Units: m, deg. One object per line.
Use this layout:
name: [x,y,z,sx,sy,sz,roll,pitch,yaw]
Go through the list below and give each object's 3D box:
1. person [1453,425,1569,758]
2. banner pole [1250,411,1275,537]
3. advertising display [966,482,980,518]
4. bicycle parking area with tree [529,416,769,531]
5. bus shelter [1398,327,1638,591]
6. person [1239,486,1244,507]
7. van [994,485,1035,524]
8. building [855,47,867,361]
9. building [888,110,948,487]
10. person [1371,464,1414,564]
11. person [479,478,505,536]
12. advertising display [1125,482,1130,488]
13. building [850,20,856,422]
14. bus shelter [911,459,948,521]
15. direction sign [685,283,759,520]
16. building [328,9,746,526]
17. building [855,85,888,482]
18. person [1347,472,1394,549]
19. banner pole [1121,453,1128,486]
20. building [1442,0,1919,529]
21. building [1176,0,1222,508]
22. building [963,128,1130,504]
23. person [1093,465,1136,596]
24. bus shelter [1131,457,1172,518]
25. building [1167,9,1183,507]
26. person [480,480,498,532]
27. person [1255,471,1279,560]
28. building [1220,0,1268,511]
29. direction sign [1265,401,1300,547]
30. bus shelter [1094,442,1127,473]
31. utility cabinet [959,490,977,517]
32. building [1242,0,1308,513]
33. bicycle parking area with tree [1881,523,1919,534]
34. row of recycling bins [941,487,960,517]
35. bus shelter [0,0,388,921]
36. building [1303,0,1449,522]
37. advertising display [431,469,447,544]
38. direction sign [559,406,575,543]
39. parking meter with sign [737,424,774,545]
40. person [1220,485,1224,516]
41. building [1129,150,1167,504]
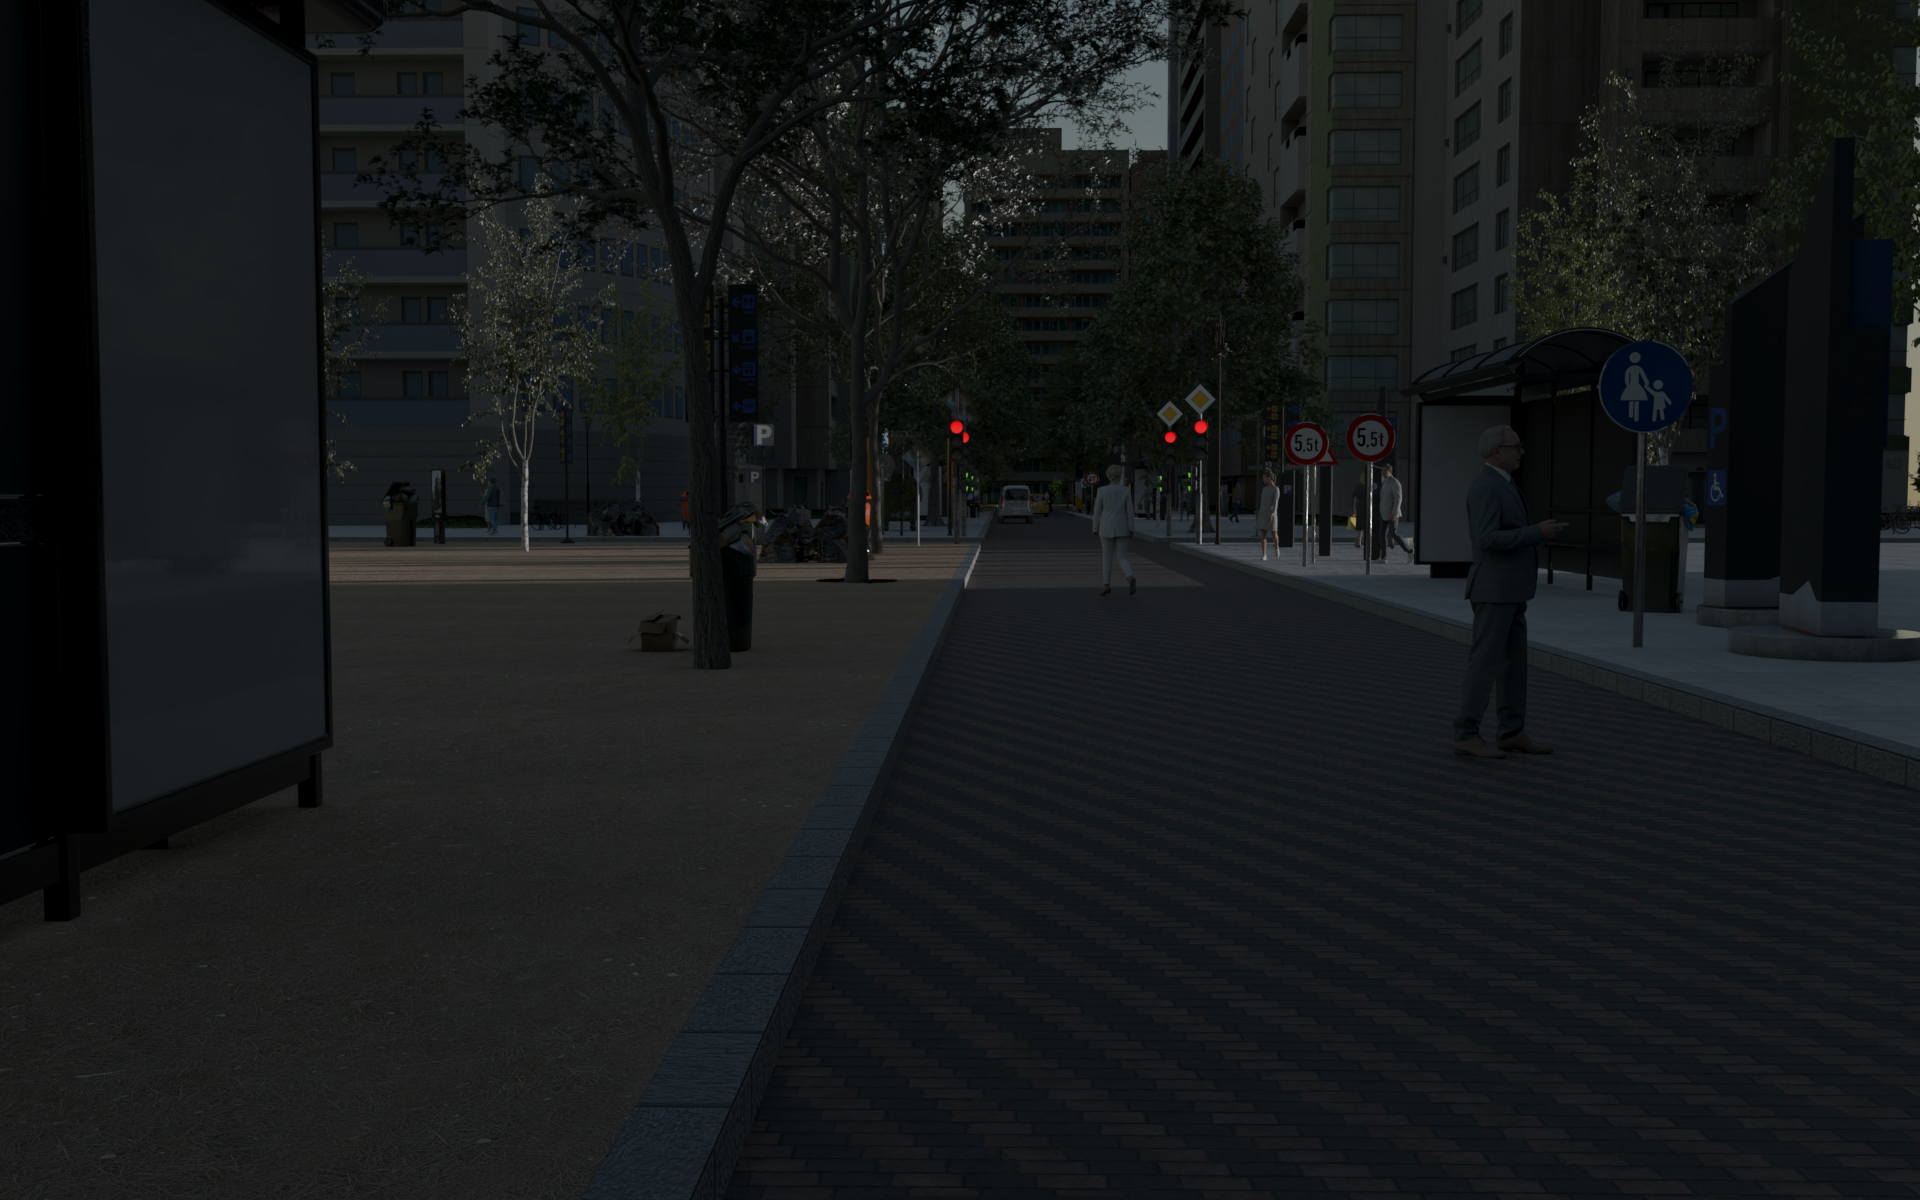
person: [3.011,-0.046,9.427,0.590,1.801,0.661,2,4,25]
banner pole: [9.142,-3.795,52.065,0.863,3.779,0.401,-1,4,-23]
advertising display: [0.709,-5.415,93.755,0.974,1.923,0.123,3,5,44]
bicycle parking area with tree: [-11.295,-4.711,64.028,8.231,4.147,9.016,1,4,17]
bus shelter: [7.652,-1.826,23.771,2.014,3.302,5.546,0,4,1]
person: [18.541,-6.618,114.432,0.728,1.800,0.709,2,4,24]
van: [2.724,-4.806,85.583,2.013,2.044,4.112,0,4,0]
building: [-20.241,-32.915,157.766,23.786,49.044,30.456,0,4,1]
building: [-13.188,-39.522,235.424,27.495,52.752,28.713,0,4,1]
person: [7.992,-1.593,31.938,0.795,1.843,0.661,-1,4,-9]
person: [-14.375,-2.874,53.374,0.721,1.781,0.623,1,4,20]
advertising display: [9.014,-5.539,95.774,0.123,1.923,0.974,-3,5,-44]
building: [-14.274,-26.184,111.703,14.154,41.232,14.086,0,4,1]
bus shelter: [-1.559,-5.639,86.120,2.014,3.302,5.546,0,4,1]
direction sign: [-2.586,-1.642,18.842,0.876,3.537,0.379,1,4,19]
building: [-22.890,-33.045,82.282,21.231,58.520,28.212,0,4,1]
building: [-15.292,-32.747,185.530,14.200,45.320,14.600,0,4,1]
person: [9.671,-2.117,40.868,0.699,1.804,1.509,0,4,-6]
banner pole: [8.898,-6.331,93.522,0.401,3.779,0.863,3,5,39]
building: [28.410,-18.272,70.446,14.107,30.474,14.160,0,4,1]
building: [30.890,-32.312,152.002,21.300,48.544,21.600,0,4,1]
building: [11.287,-37.224,232.308,21.600,48.544,21.300,0,4,1]
person: [2.178,-0.965,24.152,0.514,1.842,0.818,-2,4,-23]
bus shelter: [9.942,-5.852,89.605,2.014,3.302,5.546,0,4,1]
building: [31.655,-38.810,176.546,21.231,58.520,28.212,0,4,1]
person: [-15.738,-3.139,57.927,0.480,1.755,0.524,1,4,9]
person: [6.035,-1.655,33.845,0.466,1.731,0.760,2,4,25]
building: [27.882,-29.599,134.053,14.600,45.320,14.200,0,4,1]
direction sign: [7.838,-3.070,42.185,0.876,3.537,0.379,-1,4,-10]
bus shelter: [10.297,-8.595,118.164,2.179,5.291,8.768,0,4,2]
utility cabinet: [0.323,-5.325,95.746,1.173,1.500,0.318,1,4,16]
building: [33.590,-31.989,112.265,28.713,52.752,27.495,0,4,1]
bicycle parking area with tree: [32.426,-4.365,58.373,8.231,4.147,9.016,-1,4,-18]
row of recycling bins: [-1.248,-5.503,97.092,3.534,1.692,1.069,-1,4,-10]
bus shelter: [-3.519,-1.536,2.741,2.179,5.291,8.768,0,4,1]
building: [23.853,-24.496,84.110,14.154,41.232,14.086,0,4,1]
advertising display: [-13.403,-2.406,44.545,0.123,1.923,0.974,-2,4,-31]
direction sign: [-10.234,-3.245,45.050,0.379,3.537,0.876,-2,4,-32]
parking meter with sign: [-5.303,-2.909,43.819,0.543,3.016,1.738,-2,4,-30]
person: [15.090,-5.739,100.075,0.583,1.804,0.606,-3,5,-40]
building: [29.094,-35.368,228.375,14.200,45.320,14.600,0,4,1]
